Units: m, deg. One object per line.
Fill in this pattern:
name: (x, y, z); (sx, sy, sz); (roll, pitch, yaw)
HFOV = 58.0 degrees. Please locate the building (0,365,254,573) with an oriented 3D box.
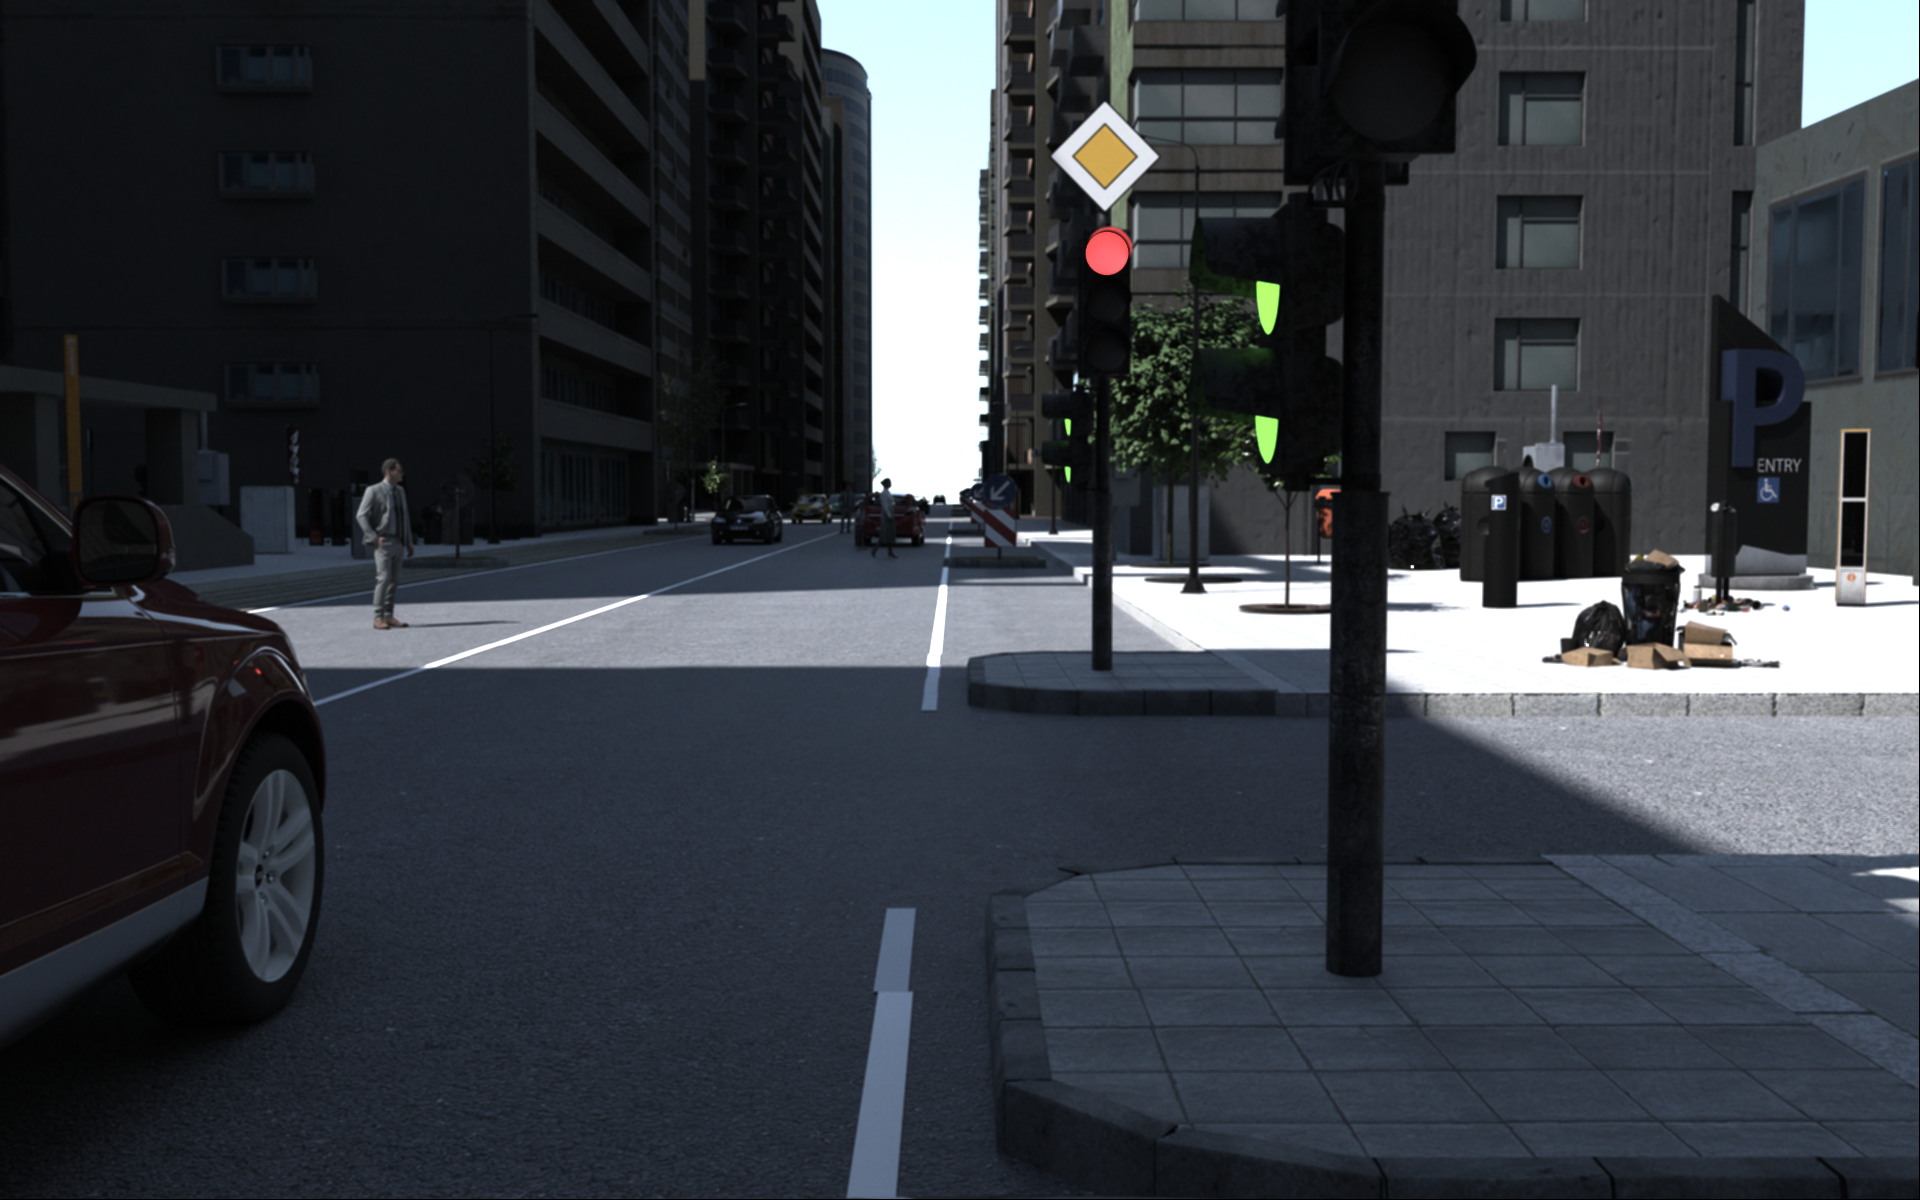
building: (-28.908, -20.269, 23.272); (32.217, 40.220, 23.993); (0, 4, 0)

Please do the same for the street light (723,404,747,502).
street light: (-11.601, -7.119, 88.931); (1.470, 5.913, 1.316); (0, 4, 0)

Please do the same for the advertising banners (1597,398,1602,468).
advertising banners: (12.040, -2.234, 32.706); (0.090, 3.025, 2.074); (1, 4, 20)

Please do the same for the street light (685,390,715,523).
street light: (-11.585, -6.399, 77.161); (1.470, 5.913, 1.316); (0, 4, 0)

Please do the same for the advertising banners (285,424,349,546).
advertising banners: (-16.007, -2.867, 43.057); (2.074, 3.025, 0.090); (2, 4, 28)

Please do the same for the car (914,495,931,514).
car: (-3.066, -6.775, 123.356); (1.945, 1.354, 3.894); (0, 4, 1)

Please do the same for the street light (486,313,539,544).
street light: (-11.483, -4.400, 44.482); (1.470, 5.913, 1.316); (0, 4, 0)

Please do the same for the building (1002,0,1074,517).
building: (13.812, -27.530, 104.739); (22.147, 44.769, 28.867); (0, 4, 0)

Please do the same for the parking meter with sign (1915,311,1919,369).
parking meter with sign: (9.800, -1.206, 15.974); (0.543, 3.016, 1.738); (-2, 4, -35)

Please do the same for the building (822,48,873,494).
building: (-22.707, -41.971, 228.225); (21.231, 58.520, 28.212); (0, 4, 0)

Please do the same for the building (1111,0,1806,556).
building: (10.555, -21.913, 41.865); (14.154, 41.232, 14.086); (0, 4, 0)

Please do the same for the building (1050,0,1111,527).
building: (15.261, -27.660, 71.855); (23.786, 49.044, 30.456); (0, 4, 0)

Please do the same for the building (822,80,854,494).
building: (-19.447, -33.128, 191.754); (14.600, 45.320, 14.200); (0, 4, 0)

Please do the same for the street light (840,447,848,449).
street light: (-11.890, -12.228, 172.469); (1.470, 5.913, 1.316); (0, 4, 0)

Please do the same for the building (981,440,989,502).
building: (13.837, -54.255, 199.738); (22.319, 86.520, 31.000); (0, 4, 0)

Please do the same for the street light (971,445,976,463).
street light: (1.999, -11.725, 164.244); (1.470, 5.913, 1.316); (0, 4, 0)

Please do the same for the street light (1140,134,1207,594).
street light: (2.490, -3.043, 22.286); (1.470, 5.913, 1.316); (0, 4, 0)

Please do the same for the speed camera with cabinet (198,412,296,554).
speed camera with cabinet: (-15.382, -2.615, 37.092); (2.038, 3.252, 0.660); (0, 4, -4)

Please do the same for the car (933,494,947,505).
car: (-2.811, -14.032, 239.210); (2.009, 1.686, 4.222); (0, 4, 1)

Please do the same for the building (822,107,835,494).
building: (-20.365, -30.224, 177.759); (14.154, 41.232, 14.086); (0, 4, 0)

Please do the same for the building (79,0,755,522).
building: (-28.661, -24.924, 99.396); (32.217, 40.220, 23.993); (0, 4, 0)

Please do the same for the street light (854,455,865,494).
street light: (-11.979, -14.227, 205.144); (1.470, 5.913, 1.316); (0, 4, 0)

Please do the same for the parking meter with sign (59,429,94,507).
parking meter with sign: (-23.907, -3.033, 45.856); (1.738, 3.016, 0.543); (-2, 4, -30)

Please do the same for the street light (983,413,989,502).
street light: (2.213, -7.747, 99.201); (1.470, 5.913, 1.316); (0, 4, 0)

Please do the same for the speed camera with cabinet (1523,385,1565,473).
speed camera with cabinet: (10.603, -2.317, 32.225); (0.660, 3.252, 2.038); (0, 4, -1)

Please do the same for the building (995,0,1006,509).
building: (13.510, -37.101, 148.598); (21.231, 58.520, 28.212); (0, 4, 0)

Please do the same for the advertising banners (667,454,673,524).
advertising banners: (-12.533, -4.816, 74.929); (0.090, 3.025, 2.074); (-1, 4, -15)

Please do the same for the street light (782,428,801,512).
street light: (-11.766, -9.087, 121.112); (1.470, 5.913, 1.316); (0, 4, 0)

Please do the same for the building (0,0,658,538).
building: (-23.097, -26.657, 59.544); (21.300, 48.544, 21.600); (0, 4, 0)

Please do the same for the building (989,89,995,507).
building: (10.023, -30.260, 178.337); (14.154, 41.232, 14.086); (0, 4, 0)

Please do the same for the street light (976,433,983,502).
street light: (2.179, -9.761, 132.137); (1.470, 5.913, 1.316); (0, 4, 0)

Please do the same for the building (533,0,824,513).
building: (-23.405, -32.234, 150.725); (21.300, 48.544, 21.600); (0, 4, 0)

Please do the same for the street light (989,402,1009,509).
street light: (2.359, -7.043, 87.688); (1.470, 5.913, 1.316); (0, 4, 0)

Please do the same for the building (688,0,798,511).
building: (-23.580, -28.809, 125.653); (22.147, 44.769, 28.867); (0, 4, 0)

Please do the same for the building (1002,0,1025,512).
building: (10.167, -29.171, 127.055); (14.600, 45.320, 14.200); (0, 4, 0)

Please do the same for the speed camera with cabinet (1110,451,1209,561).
speed camera with cabinet: (3.741, -2.385, 33.329); (2.038, 3.252, 0.660); (-1, 4, -9)

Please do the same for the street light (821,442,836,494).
street light: (-11.705, -11.054, 153.274); (1.470, 5.913, 1.316); (0, 4, 0)

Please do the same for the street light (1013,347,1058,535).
street light: (2.425, -5.031, 54.801); (1.470, 5.913, 1.316); (0, 4, 0)

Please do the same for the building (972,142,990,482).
building: (13.607, -37.428, 231.552); (23.786, 49.044, 30.456); (0, 4, 0)

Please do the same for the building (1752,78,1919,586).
building: (28.830, -43.249, 19.798); (31.000, 86.520, 22.319); (0, 4, 0)
